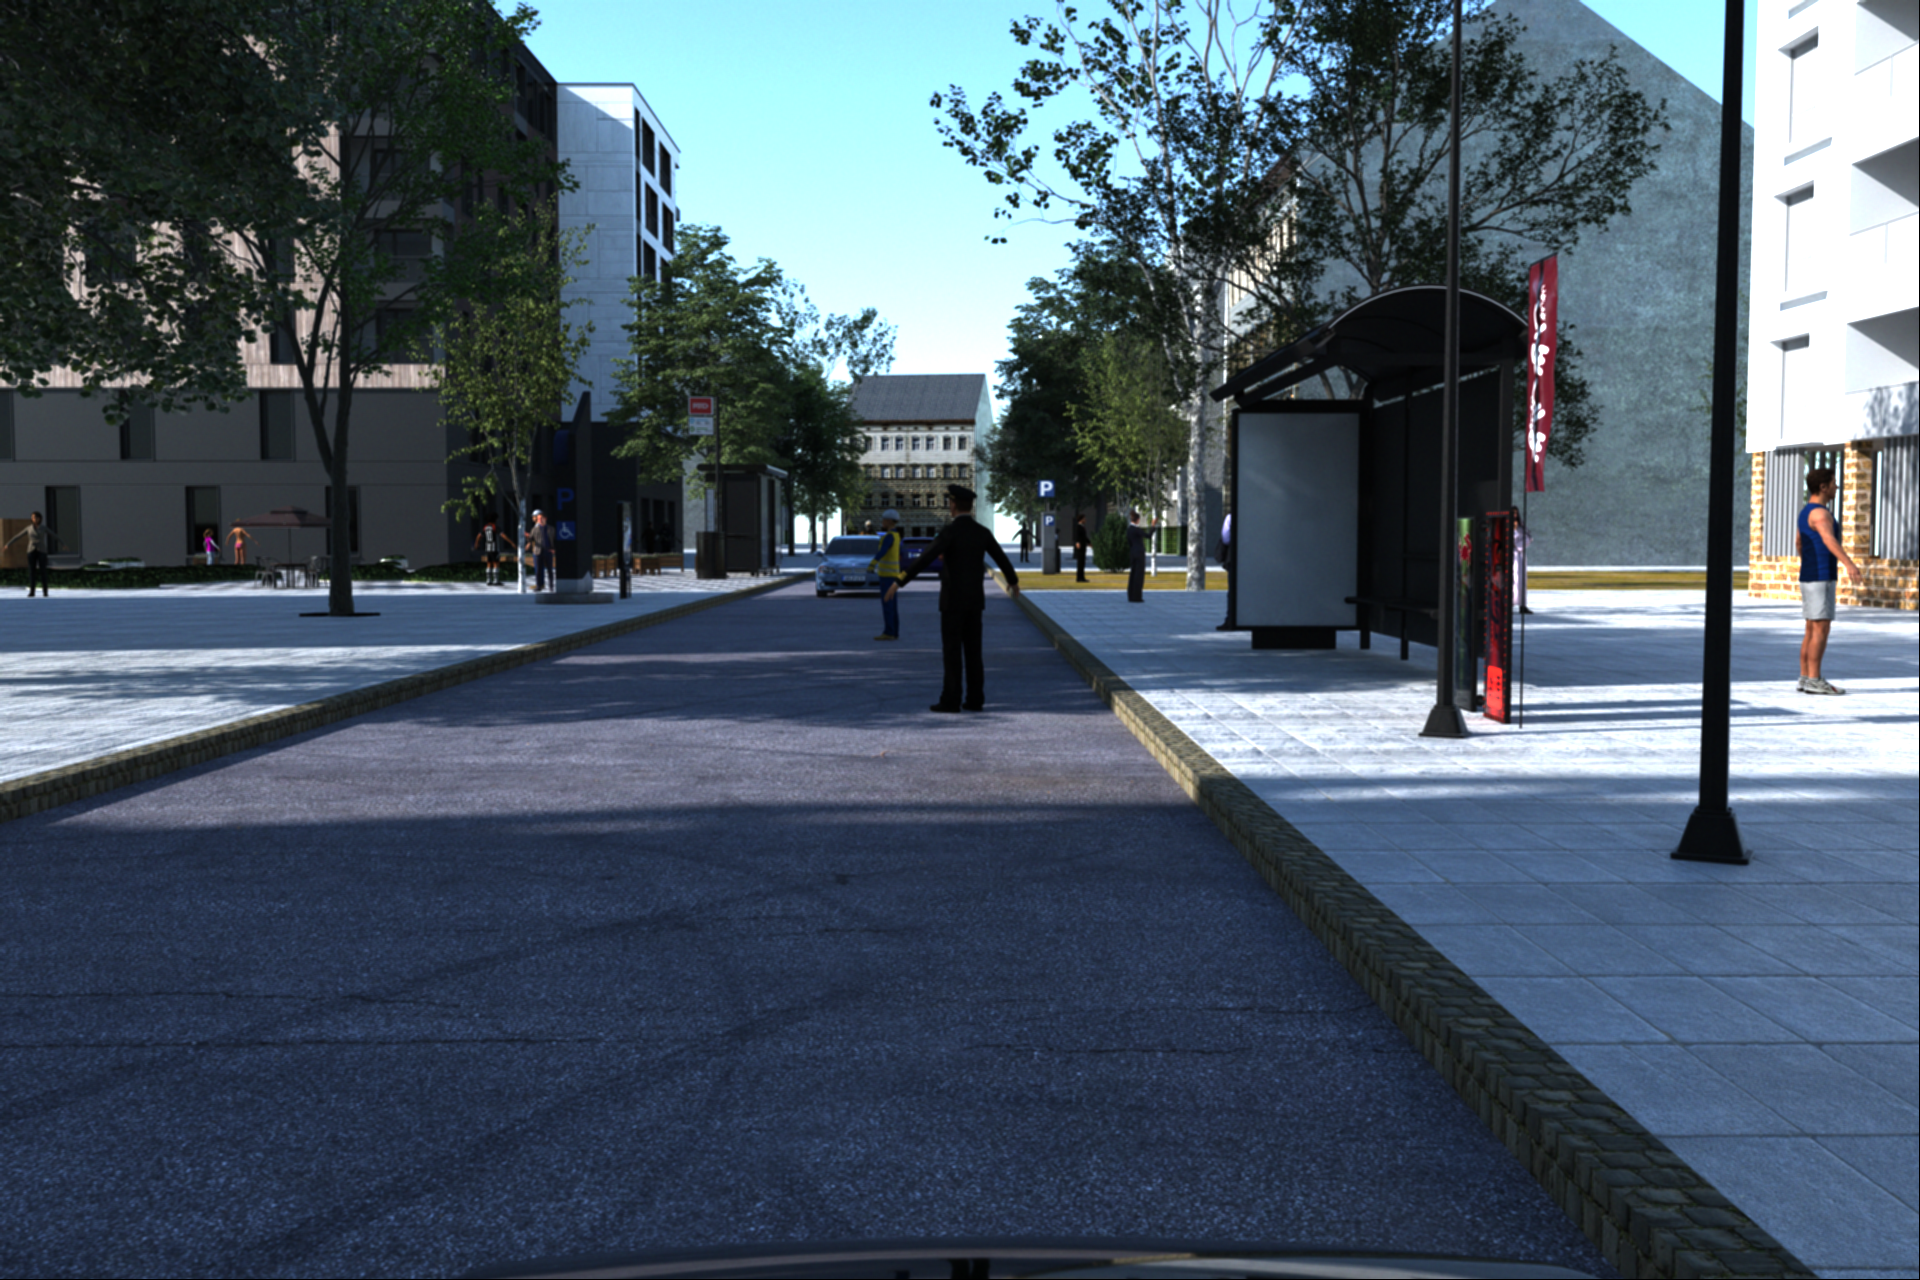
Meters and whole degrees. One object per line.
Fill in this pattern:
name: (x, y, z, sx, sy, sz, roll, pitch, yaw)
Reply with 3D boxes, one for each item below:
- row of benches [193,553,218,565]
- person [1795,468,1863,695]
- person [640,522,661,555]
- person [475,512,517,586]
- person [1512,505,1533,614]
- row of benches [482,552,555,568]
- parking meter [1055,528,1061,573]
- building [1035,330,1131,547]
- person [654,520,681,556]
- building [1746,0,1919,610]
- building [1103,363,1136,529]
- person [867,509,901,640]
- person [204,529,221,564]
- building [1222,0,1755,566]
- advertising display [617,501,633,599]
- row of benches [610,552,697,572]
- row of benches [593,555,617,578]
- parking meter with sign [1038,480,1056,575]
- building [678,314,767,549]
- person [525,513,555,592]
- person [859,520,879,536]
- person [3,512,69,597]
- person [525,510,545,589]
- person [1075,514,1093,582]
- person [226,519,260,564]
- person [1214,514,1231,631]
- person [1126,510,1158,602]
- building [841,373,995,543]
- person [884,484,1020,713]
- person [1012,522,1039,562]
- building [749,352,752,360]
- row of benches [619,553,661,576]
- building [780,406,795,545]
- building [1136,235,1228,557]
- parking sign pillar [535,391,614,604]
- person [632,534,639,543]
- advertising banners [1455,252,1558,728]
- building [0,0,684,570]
row of benches: (-23.786, -2.392, 54.568, 1.422, 0.672, 4.104, -2, 4, -25)
person: (6.944, -0.476, 13.950, 0.704, 1.807, 1.345, 1, 4, 11)
person: (-13.171, -4.136, 73.756, 1.346, 1.812, 0.704, 2, 4, 35)
person: (-11.572, -2.254, 43.002, 1.345, 1.843, 0.704, 2, 4, 28)
person: (8.905, -1.297, 27.918, 0.551, 1.740, 0.621, -2, 4, -23)
row of benches: (-14.222, -2.566, 57.413, 4.104, 0.672, 1.422, 2, 4, 29)
parking meter: (3.112, -2.957, 56.757, 0.372, 1.533, 0.369, 0, 3, 0)
building: (22.098, -21.169, 190.085, 27.936, 21.610, 32.646, 0, 4, 0)
person: (-11.822, -3.914, 69.775, 0.705, 1.856, 1.354, 3, 5, 43)
building: (20.921, -10.770, 32.513, 16.016, 20.090, 11.380, 0, 4, 0)
building: (23.244, -20.400, 164.475, 19.493, 23.208, 18.063, 0, 4, -1)
person: (-1.035, -0.891, 23.488, 0.721, 1.772, 1.216, 1, 4, 13)
person: (-21.741, -2.515, 50.379, 0.991, 1.433, 0.599, 3, 5, 44)
building: (22.510, -15.065, 77.249, 19.493, 23.208, 18.063, 0, 4, 0)
advertising display: (-6.692, -1.797, 34.599, 0.123, 1.923, 0.974, 0, 4, 0)
row of benches: (-9.965, -2.635, 58.538, 4.104, 0.672, 1.422, 0, 4, -8)
row of benches: (-10.831, -2.169, 50.922, 1.422, 0.672, 4.104, 0, 4, 1)
parking meter with sign: (2.798, -3.606, 55.218, 0.543, 3.016, 1.738, 0, 4, -1)
building: (-28.096, -20.242, 161.885, 19.493, 23.208, 18.063, 0, 4, -1)
person: (-9.281, -1.947, 38.407, 0.617, 1.759, 0.750, 0, 4, 4)
person: (-2.736, -2.692, 52.247, 1.354, 1.858, 0.705, -1, 4, -15)
person: (-18.840, -1.747, 35.330, 1.215, 1.744, 0.721, -1, 4, -15)
person: (-9.915, -2.128, 40.650, 0.705, 1.847, 1.347, 0, 4, 1)
person: (3.262, -2.445, 46.168, 0.705, 1.806, 1.347, 1, 4, 19)
person: (-21.322, -2.731, 51.463, 1.217, 1.733, 0.721, 1, 4, 19)
person: (3.713, -1.046, 23.017, 0.709, 1.838, 0.599, -1, 4, -10)
person: (3.449, -1.576, 32.610, 0.742, 1.727, 0.445, 2, 4, 32)
building: (-5.457, -24.659, 236.564, 18.063, 23.208, 19.493, 1, 4, 9)
person: (-0.004, -0.343, 13.999, 1.347, 1.837, 0.705, -3, 4, -37)
person: (2.959, -4.467, 79.168, 1.348, 1.813, 0.705, 2, 4, 25)
building: (-25.694, -19.425, 174.024, 16.016, 20.090, 11.380, 0, 4, 0)
row of benches: (-10.217, -2.433, 55.236, 1.422, 0.672, 4.104, -1, 4, -20)
building: (-29.979, -21.078, 211.089, 16.747, 18.905, 31.486, 0, 4, 0)
building: (21.334, -14.916, 110.334, 16.747, 18.905, 31.486, 0, 4, -1)
parking sign pillar: (-7.176, -2.671, 32.145, 1.447, 3.967, 1.447, 0, 4, 0)
person: (-13.480, -3.930, 70.216, 0.705, 1.833, 1.349, 2, 4, 23)
advertising banners: (3.695, -0.958, 11.853, 0.090, 3.025, 2.074, 0, 3, 0)
building: (-28.700, -14.227, 76.587, 27.936, 21.610, 32.646, 0, 4, -1)
